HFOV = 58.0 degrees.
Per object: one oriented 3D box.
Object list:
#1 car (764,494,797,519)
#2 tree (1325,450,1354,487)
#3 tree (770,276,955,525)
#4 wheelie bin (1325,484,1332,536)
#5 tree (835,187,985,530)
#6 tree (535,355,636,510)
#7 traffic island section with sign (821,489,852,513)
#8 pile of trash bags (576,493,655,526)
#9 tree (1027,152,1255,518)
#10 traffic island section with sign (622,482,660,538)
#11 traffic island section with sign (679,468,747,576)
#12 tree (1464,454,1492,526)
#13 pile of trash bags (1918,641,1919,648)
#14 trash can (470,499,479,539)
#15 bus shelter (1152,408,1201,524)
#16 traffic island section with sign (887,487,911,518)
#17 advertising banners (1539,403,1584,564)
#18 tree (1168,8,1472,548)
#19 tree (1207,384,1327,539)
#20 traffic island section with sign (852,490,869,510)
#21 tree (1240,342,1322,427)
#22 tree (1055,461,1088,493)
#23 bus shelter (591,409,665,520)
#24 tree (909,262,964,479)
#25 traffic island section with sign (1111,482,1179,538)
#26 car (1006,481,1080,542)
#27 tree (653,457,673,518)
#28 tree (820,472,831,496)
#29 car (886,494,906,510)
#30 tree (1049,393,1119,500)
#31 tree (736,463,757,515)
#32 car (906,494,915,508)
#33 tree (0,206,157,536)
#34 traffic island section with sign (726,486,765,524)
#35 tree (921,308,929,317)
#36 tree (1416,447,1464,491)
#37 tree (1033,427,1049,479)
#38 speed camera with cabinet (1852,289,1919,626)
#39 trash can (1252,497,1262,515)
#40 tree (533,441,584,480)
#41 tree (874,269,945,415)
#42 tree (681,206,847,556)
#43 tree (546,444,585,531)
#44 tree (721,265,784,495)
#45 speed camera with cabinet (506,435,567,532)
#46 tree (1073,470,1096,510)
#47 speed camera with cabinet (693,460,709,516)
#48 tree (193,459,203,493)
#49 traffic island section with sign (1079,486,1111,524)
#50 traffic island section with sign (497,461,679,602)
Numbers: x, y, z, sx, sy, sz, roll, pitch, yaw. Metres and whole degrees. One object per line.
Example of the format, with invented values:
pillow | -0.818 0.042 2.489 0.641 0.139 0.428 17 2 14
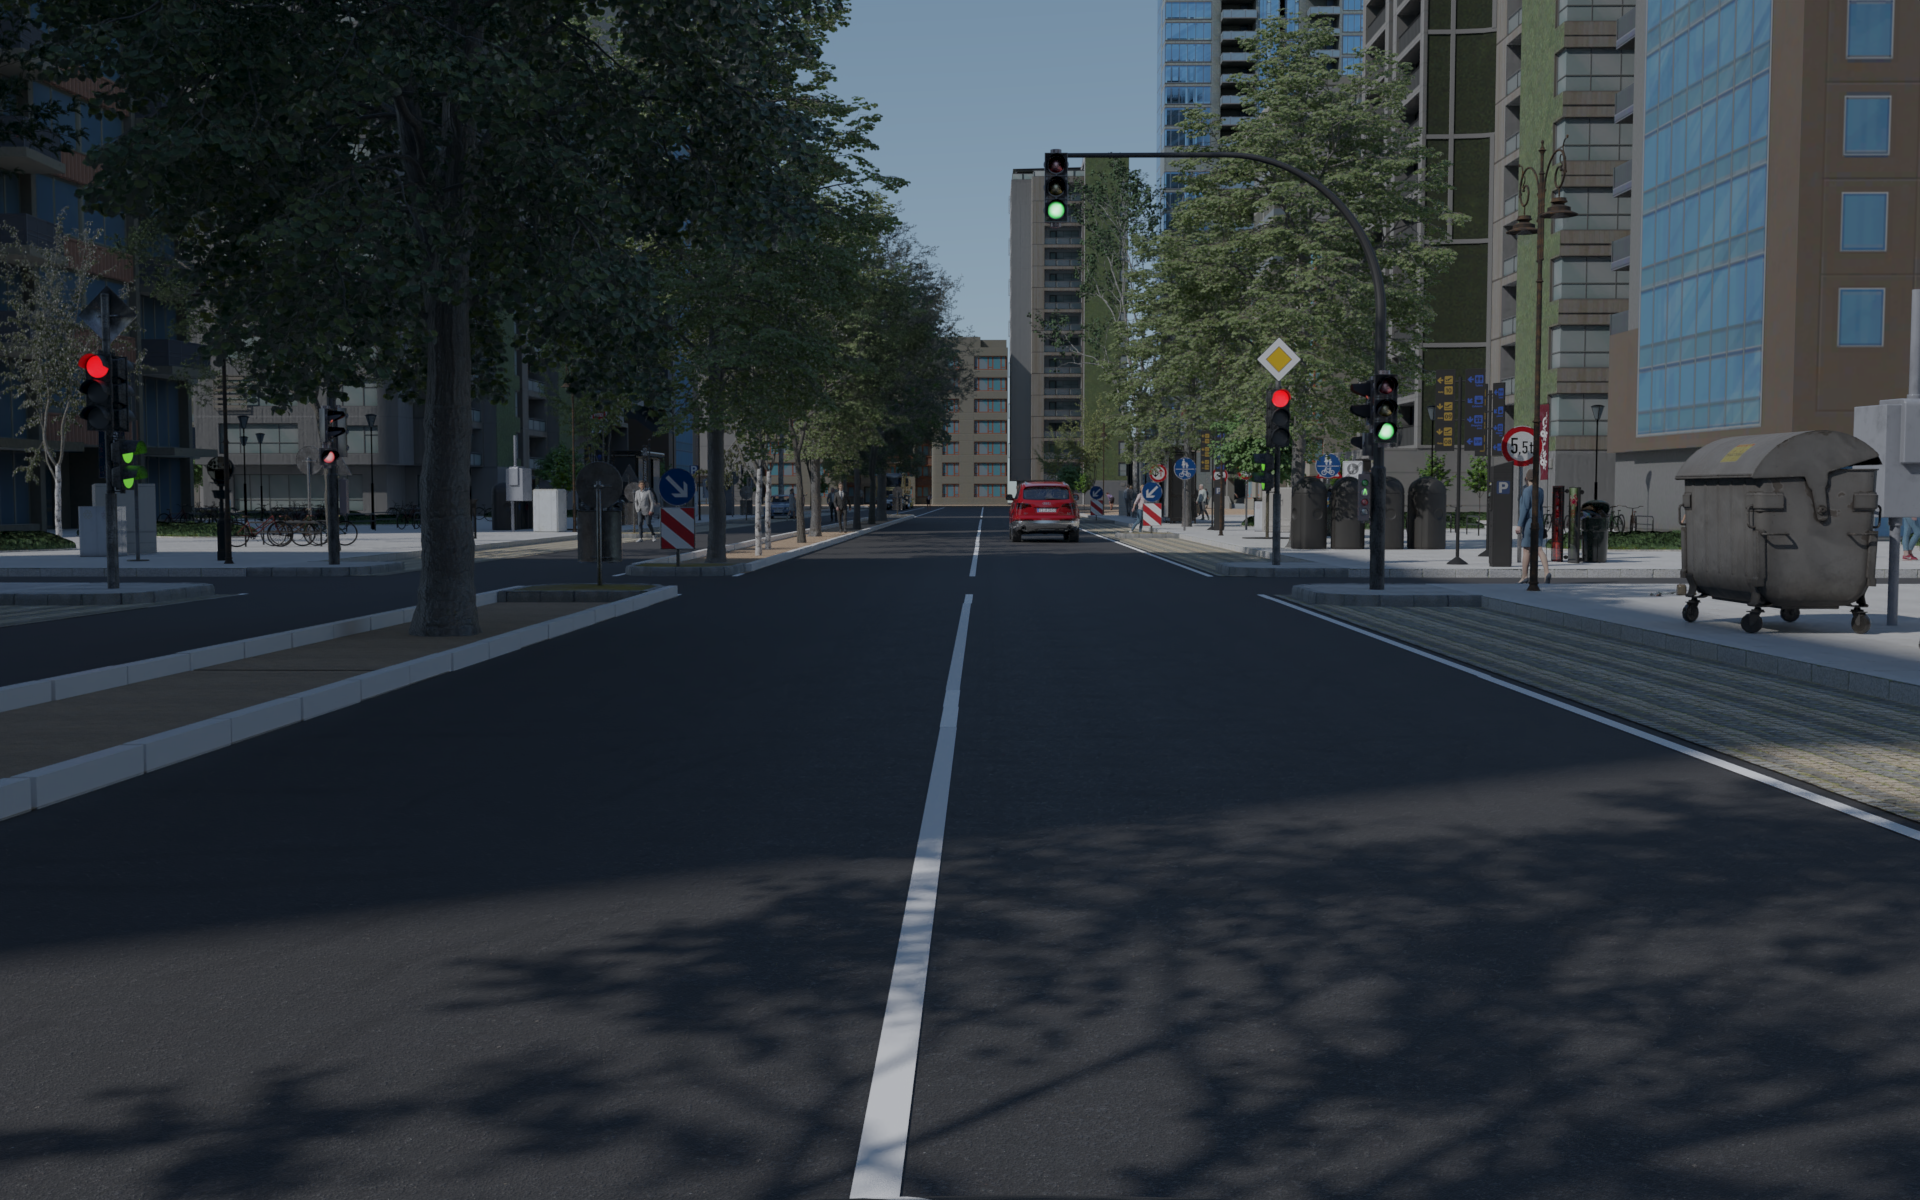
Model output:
car | -10.313 -5.404 100.364 2.014 1.417 4.499 0 4 0
tree | 16.683 -4.915 74.968 1.663 3.219 1.824 0 3 0
tree | -4.026 -9.328 80.722 9.928 11.665 9.643 0 3 0
wheelie bin | 11.141 -2.751 52.891 0.693 1.594 0.980 -1 4 -15
tree | -4.106 -9.551 68.978 12.009 13.543 11.850 0 3 0
tree | -14.124 -7.183 67.810 4.737 8.622 4.395 0 3 0
traffic island section with sign | -9.603 -7.632 133.416 1.989 1.847 2.006 0 4 1
pile of trash bags | -13.977 -3.712 70.441 3.447 1.369 1.912 1 4 17
tree | 10.047 -14.594 94.498 12.611 20.169 13.585 0 3 0
traffic island section with sign | -10.720 -2.943 56.753 1.989 1.847 2.006 0 4 1
traffic island section with sign | -4.954 -1.404 31.093 2.006 1.907 1.989 0 4 1
tree | 21.107 -4.655 70.703 1.663 3.219 1.824 0 3 0
pile of trash bags | 9.125 -0.206 13.128 3.447 1.369 1.912 3 5 41
trash can | -13.520 -2.181 47.312 0.748 1.137 0.748 0 3 0
bus shelter | 9.873 -6.174 78.572 2.179 5.291 8.768 0 4 1
traffic island section with sign | -3.874 -5.999 106.224 2.006 1.907 1.989 0 4 1
advertising banners | 11.323 -2.235 32.729 0.090 3.025 2.074 0 4 -4
tree | 8.237 -7.544 41.472 7.486 12.596 7.792 0 3 0
tree | 8.932 -4.041 49.782 4.285 4.588 4.351 0 3 0
traffic island section with sign | -9.207 -9.283 160.410 1.989 1.847 2.006 0 4 1
tree | 14.347 -7.847 78.661 4.737 8.622 4.395 0 3 0
tree | 11.006 -11.436 170.699 4.285 4.588 4.351 0 3 0
bus shelter | -16.258 -6.526 84.336 2.179 5.291 8.768 0 4 1
tree | -4.197 -11.155 91.489 9.857 13.997 8.962 0 3 0
traffic island section with sign | 6.106 -2.942 56.732 1.989 1.847 2.006 0 4 1
car | 2.548 -2.715 53.060 2.281 1.827 5.304 0 4 1
tree | -15.685 -5.926 91.493 1.663 3.219 1.824 0 3 0
tree | -12.203 -9.770 154.347 1.663 3.219 1.824 0 3 0
car | -5.721 -8.781 153.349 2.009 1.686 4.222 0 3 0
tree | 9.434 -10.685 125.068 4.737 8.622 4.395 0 3 0
tree | -13.055 -6.821 106.126 1.663 3.219 1.824 0 3 0
car | -5.564 -10.048 174.513 2.015 1.641 3.980 0 4 0
tree | -23.454 -5.796 45.129 4.360 8.622 3.978 0 3 0
traffic island section with sign | -10.328 -4.594 83.735 1.989 1.847 2.006 0 4 1
tree | -4.937 -8.412 58.120 7.486 12.596 7.792 0 3 0
tree | 19.233 -4.602 69.839 1.663 3.219 1.824 0 3 0
tree | 9.955 -14.119 181.203 4.737 8.622 4.395 0 3 0
speed camera with cabinet | 9.928 -1.391 17.082 2.038 3.252 0.660 0 4 -5
trash can | 13.156 -3.922 75.776 0.748 1.137 0.748 0 3 0
tree | -23.985 -7.400 104.696 4.285 4.588 4.351 0 3 0
tree | -4.589 -6.953 50.546 8.767 10.594 7.601 0 4 1
tree | -4.675 -5.337 40.085 4.360 8.622 3.978 0 3 0
tree | -14.068 -4.067 61.099 1.663 3.219 1.824 0 3 0
tree | -10.959 -16.101 119.145 12.611 20.169 13.585 0 3 0
speed camera with cabinet | -14.297 -3.921 58.440 2.038 3.252 0.660 1 4 20
tree | 9.723 -8.721 137.189 1.663 3.219 1.824 0 3 0
speed camera with cabinet | -15.138 -6.455 99.883 2.038 3.252 0.660 -1 4 -21
tree | -44.263 -7.053 99.035 4.285 4.588 4.351 0 3 0
traffic island section with sign | 6.511 -4.643 84.537 1.989 1.847 2.006 0 4 1
traffic island section with sign | -5.071 -0.951 23.687 2.006 1.907 1.989 0 4 1
